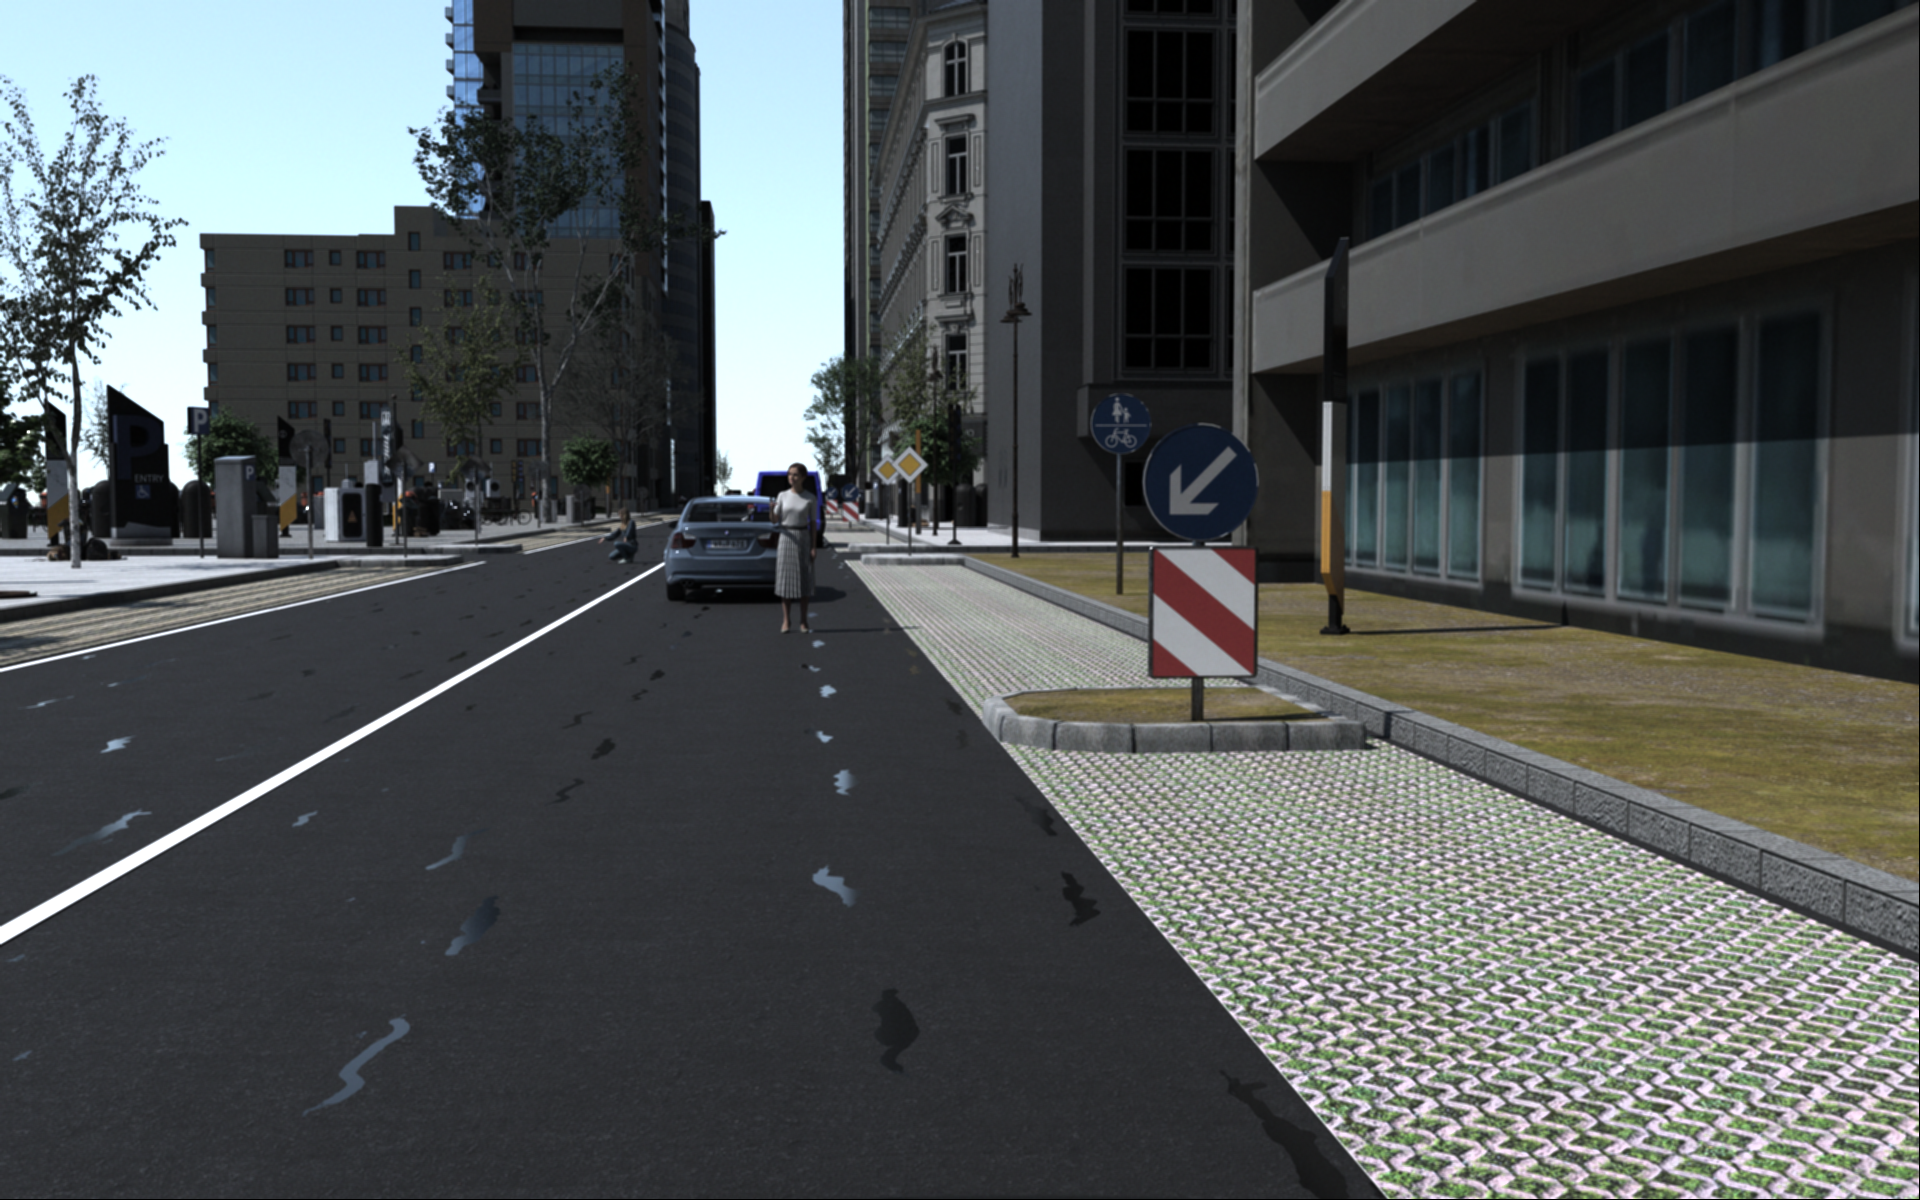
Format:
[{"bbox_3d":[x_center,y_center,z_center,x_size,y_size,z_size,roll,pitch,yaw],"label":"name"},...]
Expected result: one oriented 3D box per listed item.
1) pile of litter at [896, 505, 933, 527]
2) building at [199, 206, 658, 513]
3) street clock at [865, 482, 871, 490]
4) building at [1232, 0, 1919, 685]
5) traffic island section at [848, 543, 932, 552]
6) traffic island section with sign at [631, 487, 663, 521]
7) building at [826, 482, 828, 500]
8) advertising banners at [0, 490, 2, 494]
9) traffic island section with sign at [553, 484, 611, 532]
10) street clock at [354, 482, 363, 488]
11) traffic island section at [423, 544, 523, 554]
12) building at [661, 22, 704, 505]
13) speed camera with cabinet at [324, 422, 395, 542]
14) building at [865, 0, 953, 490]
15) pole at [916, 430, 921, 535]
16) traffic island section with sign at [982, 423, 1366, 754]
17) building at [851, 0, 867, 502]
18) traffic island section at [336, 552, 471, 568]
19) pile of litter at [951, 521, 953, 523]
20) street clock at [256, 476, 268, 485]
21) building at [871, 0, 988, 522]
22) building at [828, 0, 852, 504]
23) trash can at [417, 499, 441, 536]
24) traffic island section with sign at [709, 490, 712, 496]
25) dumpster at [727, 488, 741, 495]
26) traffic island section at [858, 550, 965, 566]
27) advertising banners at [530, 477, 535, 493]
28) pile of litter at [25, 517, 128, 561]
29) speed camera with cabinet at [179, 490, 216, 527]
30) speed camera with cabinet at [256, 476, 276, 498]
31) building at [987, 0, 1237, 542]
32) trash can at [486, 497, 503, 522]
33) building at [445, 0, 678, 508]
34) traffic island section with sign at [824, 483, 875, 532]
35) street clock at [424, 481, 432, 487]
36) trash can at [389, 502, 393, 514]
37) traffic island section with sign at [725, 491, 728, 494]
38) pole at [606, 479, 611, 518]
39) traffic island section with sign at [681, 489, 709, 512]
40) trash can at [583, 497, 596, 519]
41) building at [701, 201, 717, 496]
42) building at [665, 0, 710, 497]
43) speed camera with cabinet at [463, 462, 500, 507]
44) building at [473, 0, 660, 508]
[{"bbox_3d":[-1.720,-3.280,67.588,1.719,0.858,1.176,-1,4,-16],"label":"pile of litter"},{"bbox_3d":[-37.947,-17.470,130.672,27.650,21.520,28.899,0,4,-6],"label":"building"},{"bbox_3d":[-5.356,-5.903,101.090,0.358,2.002,0.471,-2,4,-24],"label":"street clock"},{"bbox_3d":[15.665,-23.925,14.878,21.300,48.544,21.600,0,4,-6],"label":"building"},{"bbox_3d":[-1.809,-1.323,43.918,2.009,0.180,2.903,0,4,-6],"label":"traffic island section"},{"bbox_3d":[-16.932,-5.132,92.533,1.989,1.847,2.006,0,4,-6],"label":"traffic island section with sign"},{"bbox_3d":[-4.380,-35.144,266.487,32.217,40.220,23.993,0,4,-6],"label":"building"},{"bbox_3d":[-41.933,-4.860,75.648,0.090,3.025,2.074,-2,4,-25],"label":"advertising banners"},{"bbox_3d":[-14.248,-3.475,65.450,1.989,1.847,2.006,0,4,-6],"label":"traffic island section with sign"},{"bbox_3d":[-36.424,-6.139,104.945,0.471,2.002,0.358,-3,4,-38],"label":"street clock"},{"bbox_3d":[-12.001,-1.262,42.916,2.009,0.180,2.903,0,4,-6],"label":"traffic island section"},{"bbox_3d":[-43.123,-41.069,213.475,21.231,58.520,28.212,0,4,-6],"label":"building"},{"bbox_3d":[-16.193,-3.210,46.821,0.660,3.252,2.038,2,4,30],"label":"speed camera with cabinet"},{"bbox_3d":[-0.542,-27.814,138.359,14.154,41.232,14.086,0,4,-6],"label":"building"},{"bbox_3d":[-1.316,-3.735,54.907,0.158,3.312,0.155,0,3,0],"label":"pole"},{"bbox_3d":[1.172,-0.112,10.462,1.989,1.847,2.006,0,4,-6],"label":"traffic island section with sign"},{"bbox_3d":[0.501,-37.755,159.292,21.231,58.520,28.212,0,4,-6],"label":"building"},{"bbox_3d":[-11.213,-0.776,34.970,2.009,0.180,2.903,0,4,-6],"label":"traffic island section"},{"bbox_3d":[0.194,-3.629,73.292,1.176,0.858,1.719,1,4,11],"label":"pile of litter"},{"bbox_3d":[-27.507,-3.893,68.215,0.471,2.002,0.358,-2,4,-25],"label":"street clock"},{"bbox_3d":[4.546,-19.652,97.728,17.030,29.872,44.131,0,4,-6],"label":"building"},{"bbox_3d":[-6.299,-47.701,218.156,20.563,71.187,20.611,0,4,-6],"label":"building"},{"bbox_3d":[-16.392,-2.559,53.489,0.748,1.137,0.748,0,3,0],"label":"trash can"},{"bbox_3d":[-24.496,-9.805,168.945,1.989,1.847,2.006,0,4,-6],"label":"traffic island section with sign"},{"bbox_3d":[-31.596,-14.525,242.439,1.985,2.255,1.502,0,4,-7],"label":"dumpster"},{"bbox_3d":[-1.021,-0.837,35.971,2.009,0.180,2.903,0,4,-6],"label":"traffic island section"},{"bbox_3d":[-28.169,-7.333,116.076,0.090,3.025,2.074,2,4,27],"label":"advertising banners"},{"bbox_3d":[-17.147,-1.201,33.596,1.719,0.858,1.176,0,4,-2],"label":"pile of litter"},{"bbox_3d":[-29.834,-4.533,68.445,2.038,3.252,0.660,-1,4,-22],"label":"speed camera with cabinet"},{"bbox_3d":[-32.909,-5.308,81.129,0.660,3.252,2.038,1,4,13],"label":"speed camera with cabinet"},{"bbox_3d":[13.442,-15.810,52.000,24.014,27.812,14.314,0,4,-6],"label":"building"},{"bbox_3d":[-21.612,-4.207,80.433,0.748,1.137,0.748,0,3,0],"label":"trash can"},{"bbox_3d":[-39.624,-52.651,173.521,22.319,86.520,31.000,0,4,-6],"label":"building"},{"bbox_3d":[-4.267,-3.467,65.319,1.989,1.847,2.006,0,4,-6],"label":"traffic island section with sign"},{"bbox_3d":[-30.351,-5.774,98.975,0.471,2.002,0.358,0,4,-6],"label":"street clock"},{"bbox_3d":[-29.030,-4.730,88.984,0.748,1.137,0.748,0,3,0],"label":"trash can"},{"bbox_3d":[-32.687,-14.852,251.459,1.989,1.847,2.006,0,4,-6],"label":"traffic island section with sign"},{"bbox_3d":[-18.741,-6.020,92.278,0.158,3.312,0.155,0,3,0],"label":"pole"},{"bbox_3d":[-21.849,-8.165,142.120,1.989,1.847,2.006,0,4,-6],"label":"traffic island section with sign"},{"bbox_3d":[-19.245,-4.787,89.924,0.748,1.137,0.748,0,3,0],"label":"trash can"},{"bbox_3d":[-43.376,-37.065,256.128,14.600,45.320,14.200,0,4,-6],"label":"building"},{"bbox_3d":[-45.128,-48.880,237.435,20.563,71.187,20.611,0,4,-6],"label":"building"},{"bbox_3d":[-29.556,-6.904,107.212,2.038,3.252,0.660,-3,4,-38],"label":"speed camera with cabinet"},{"bbox_3d":[-33.858,-30.737,152.658,14.600,45.320,14.200,0,4,-6],"label":"building"}]
